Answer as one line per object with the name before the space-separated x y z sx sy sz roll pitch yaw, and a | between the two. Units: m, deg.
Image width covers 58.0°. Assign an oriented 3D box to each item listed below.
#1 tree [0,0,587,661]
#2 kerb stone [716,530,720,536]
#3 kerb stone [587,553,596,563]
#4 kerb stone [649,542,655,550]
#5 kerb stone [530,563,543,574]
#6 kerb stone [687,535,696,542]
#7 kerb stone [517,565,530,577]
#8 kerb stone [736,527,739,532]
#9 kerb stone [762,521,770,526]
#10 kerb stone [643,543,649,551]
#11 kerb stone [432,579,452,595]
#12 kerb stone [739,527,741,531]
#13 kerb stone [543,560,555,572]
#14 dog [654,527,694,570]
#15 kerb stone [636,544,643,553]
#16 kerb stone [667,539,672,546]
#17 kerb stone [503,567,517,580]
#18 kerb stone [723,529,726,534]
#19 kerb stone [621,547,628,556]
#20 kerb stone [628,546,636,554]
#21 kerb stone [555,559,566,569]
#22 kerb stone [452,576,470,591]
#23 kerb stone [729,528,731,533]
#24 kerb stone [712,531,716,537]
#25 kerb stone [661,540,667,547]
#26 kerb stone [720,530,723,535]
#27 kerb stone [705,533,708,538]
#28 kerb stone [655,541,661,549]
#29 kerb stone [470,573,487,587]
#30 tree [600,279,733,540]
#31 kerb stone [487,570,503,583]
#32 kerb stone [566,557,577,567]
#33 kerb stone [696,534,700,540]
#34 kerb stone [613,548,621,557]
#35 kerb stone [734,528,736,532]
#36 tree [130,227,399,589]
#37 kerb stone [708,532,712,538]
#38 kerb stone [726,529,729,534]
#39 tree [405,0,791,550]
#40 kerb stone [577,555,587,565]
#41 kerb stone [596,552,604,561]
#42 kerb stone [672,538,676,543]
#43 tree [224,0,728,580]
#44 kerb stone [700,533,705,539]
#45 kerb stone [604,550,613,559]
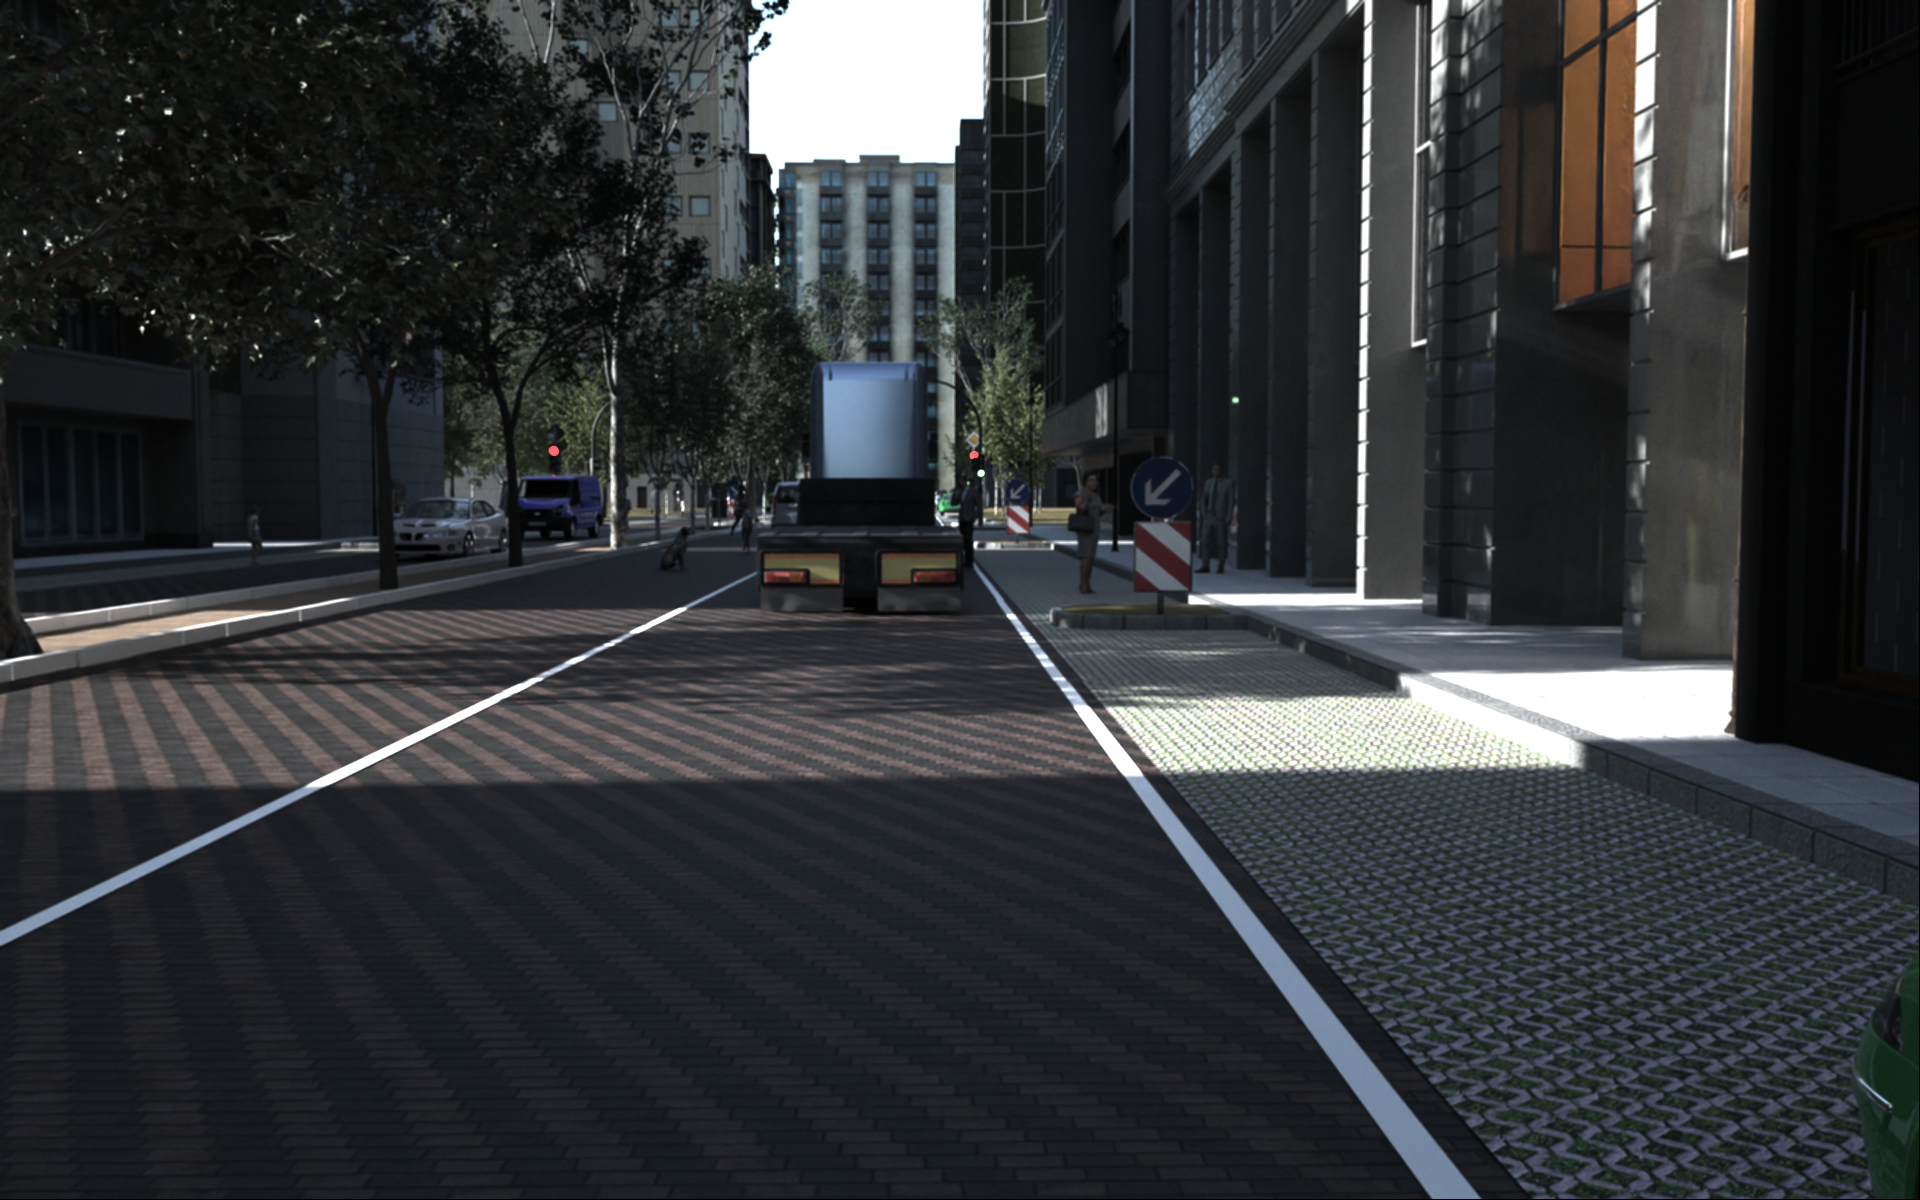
tree | -8.441 -5.828 14.756 9.611 12.733 9.660 0 3 0
kerb stone | -8.376 -2.242 58.860 0.120 0.150 1.000 0 4 -1
kerb stone | -7.849 -0.862 36.315 0.120 0.150 1.000 0 4 -1
kerb stone | -8.038 -1.364 44.504 0.120 0.150 1.000 0 4 -1
kerb stone | -7.720 -0.543 31.182 0.120 0.150 1.000 0 4 -1
kerb stone | -8.224 -1.866 52.708 0.120 0.150 1.000 0 4 -1
kerb stone | -7.701 -0.487 30.159 0.120 0.150 1.000 0 4 -1
kerb stone | -8.517 -2.618 65.007 0.120 0.150 1.000 0 4 -1
kerb stone | -8.849 -3.461 78.846 0.120 0.150 1.000 0 4 -1
kerb stone | -8.017 -1.301 43.482 0.120 0.150 1.000 0 4 -1
kerb stone | -7.579 -0.173 25.029 0.120 0.150 1.000 0 4 -1
kerb stone | -8.546 -2.681 66.035 0.120 0.150 1.000 0 4 -1
kerb stone | -7.752 -0.612 32.205 0.120 0.150 1.000 0 4 -1
dog | -5.480 -0.971 32.705 0.800 0.831 0.513 1 4 19
kerb stone | -7.986 -1.239 42.454 0.120 0.150 1.000 0 4 -1
kerb stone | -8.116 -1.552 47.572 0.120 0.150 1.000 0 4 -1
kerb stone | -7.677 -0.424 29.137 0.120 0.150 1.000 0 4 -1
kerb stone | -8.432 -2.367 60.905 0.120 0.150 1.000 0 4 -1
kerb stone | -7.944 -1.114 40.411 0.120 0.150 1.000 0 4 -1
kerb stone | -7.966 -1.177 41.432 0.120 0.150 1.000 0 4 -1
kerb stone | -7.775 -0.673 33.234 0.120 0.150 1.000 0 4 -1
kerb stone | -7.595 -0.235 26.051 0.120 0.150 1.000 0 4 -1
kerb stone | -8.470 -2.493 62.962 0.120 0.150 1.000 0 4 -1
kerb stone | -8.349 -2.178 57.838 0.120 0.150 1.000 0 4 -1
kerb stone | -8.086 -1.490 46.550 0.120 0.150 1.000 0 4 -1
kerb stone | -8.399 -2.305 59.881 0.120 0.150 1.000 0 4 -1
kerb stone | -8.304 -2.055 55.786 0.120 0.150 1.000 0 4 -1
kerb stone | -8.061 -1.427 45.525 0.120 0.150 1.000 0 4 -1
kerb stone | -7.622 -0.299 27.081 0.120 0.150 1.000 0 4 -1
tree | -9.393 -6.171 53.710 4.360 8.622 3.978 0 3 0
kerb stone | -7.648 -0.360 28.110 0.120 0.150 1.000 0 4 -1
kerb stone | -7.795 -0.732 34.263 0.120 0.150 1.000 0 4 -1
kerb stone | -8.258 -1.929 53.736 0.120 0.150 1.000 0 4 -1
kerb stone | -7.920 -1.051 39.385 0.120 0.150 1.000 0 4 -1
kerb stone | -8.490 -2.550 63.984 0.120 0.150 1.000 0 4 -1
tree | -8.562 -5.454 26.048 8.767 10.594 7.601 0 4 -1
kerb stone | -8.329 -2.114 56.811 0.120 0.150 1.000 0 4 -1
kerb stone | -8.451 -2.430 61.928 0.120 0.150 1.000 0 4 -1
tree | -10.011 -11.402 44.772 12.611 20.169 13.585 0 3 0
kerb stone | -7.817 -0.800 35.294 0.120 0.150 1.000 0 4 -1
kerb stone | -7.872 -0.926 37.338 0.120 0.150 1.000 0 4 -1
kerb stone | -8.131 -1.615 48.604 0.120 0.150 1.000 0 4 -1
tree | -8.627 -5.924 33.735 8.767 10.594 7.601 0 4 -1
kerb stone | -8.278 -1.992 54.758 0.120 0.150 1.000 0 4 -1
kerb stone | -7.893 -0.989 38.359 0.120 0.150 1.000 0 4 -1
